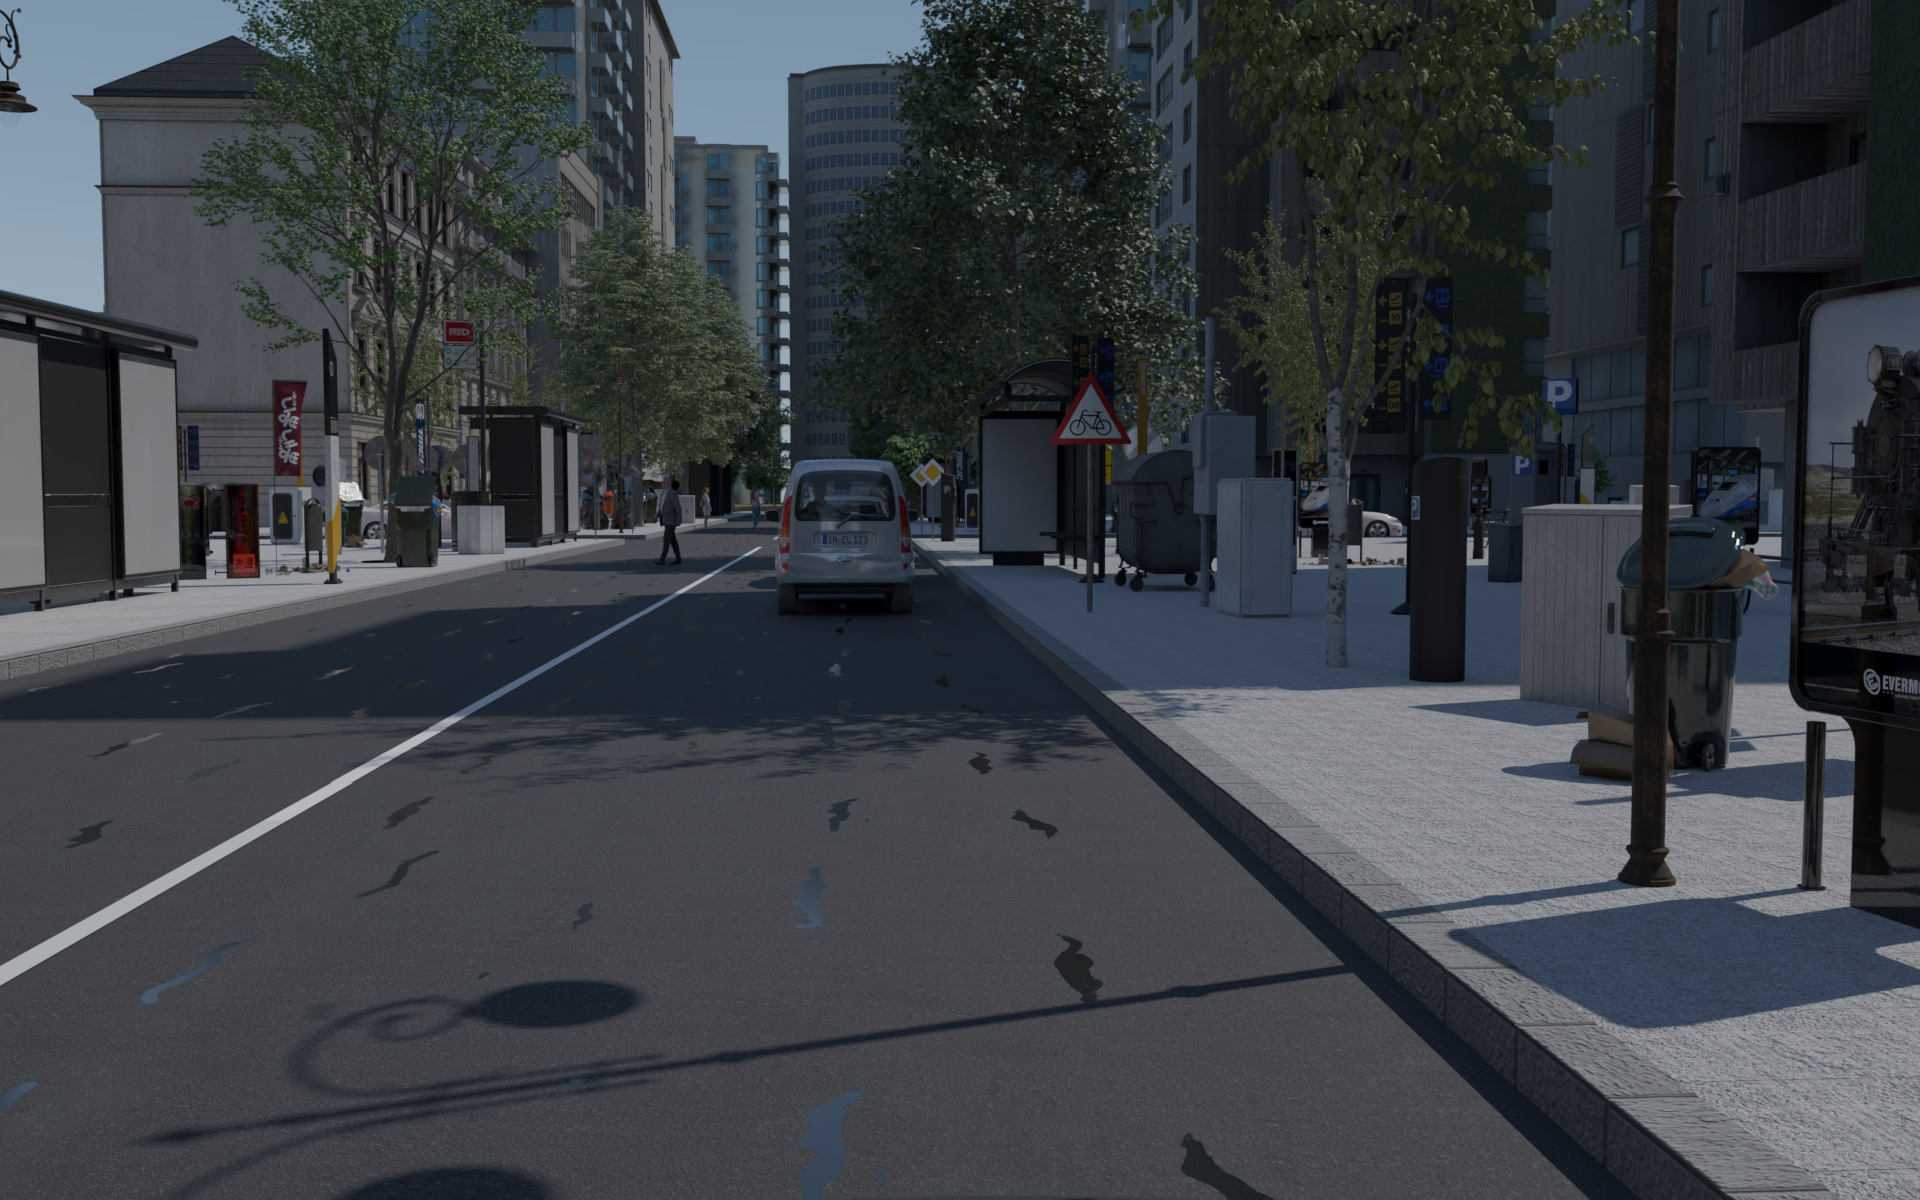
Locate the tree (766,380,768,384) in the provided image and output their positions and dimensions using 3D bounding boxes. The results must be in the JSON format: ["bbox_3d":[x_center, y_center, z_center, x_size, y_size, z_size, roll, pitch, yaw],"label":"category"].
[{"bbox_3d":[-12.910,-10.139,83.900,7.486,12.596,7.792,0,3,0],"label":"tree"}]

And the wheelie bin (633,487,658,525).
[{"bbox_3d":[-13.622,-4.140,75.603,0.980,1.594,0.693,3,4,36],"label":"wheelie bin"}]

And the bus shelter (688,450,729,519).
[{"bbox_3d":[-13.689,-6.226,93.079,1.731,3.624,6.357,0,4,-4],"label":"bus shelter"}]

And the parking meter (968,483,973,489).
[{"bbox_3d":[0.562,-5.380,93.666,0.255,1.863,0.399,-1,4,-13],"label":"parking meter"}]

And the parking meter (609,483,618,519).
[{"bbox_3d":[-18.041,-5.169,90.232,0.255,1.863,0.399,3,4,38],"label":"parking meter"}]

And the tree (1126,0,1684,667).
[{"bbox_3d":[2.875,-3.795,12.408,4.737,8.622,4.395,0,3,0],"label":"tree"}]

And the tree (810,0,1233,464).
[{"bbox_3d":[1.118,-7.366,37.440,9.611,12.733,9.660,0,3,0],"label":"tree"}]

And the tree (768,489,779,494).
[{"bbox_3d":[-19.426,-11.335,179.927,1.663,3.219,1.824,0,3,0],"label":"tree"}]

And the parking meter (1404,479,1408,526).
[{"bbox_3d":[17.826,-3.853,68.708,0.255,1.863,0.399,-1,4,-18],"label":"parking meter"}]

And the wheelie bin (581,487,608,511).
[{"bbox_3d":[-14.474,-3.679,68.060,0.693,1.594,0.980,1,4,16],"label":"wheelie bin"}]

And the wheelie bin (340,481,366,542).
[{"bbox_3d":[-15.193,-2.129,42.723,0.693,1.594,0.980,3,5,42],"label":"wheelie bin"}]

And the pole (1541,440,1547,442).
[{"bbox_3d":[22.113,-4.394,65.692,0.158,3.312,0.155,0,3,0],"label":"pole"}]

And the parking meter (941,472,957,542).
[{"bbox_3d":[-0.304,-2.507,46.705,0.399,1.863,0.255,1,4,14],"label":"parking meter"}]

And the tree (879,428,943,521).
[{"bbox_3d":[-2.288,-6.098,83.411,4.285,4.588,4.351,0,3,0],"label":"tree"}]

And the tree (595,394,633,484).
[{"bbox_3d":[-22.483,-9.927,112.674,4.360,8.622,3.978,0,3,0],"label":"tree"}]

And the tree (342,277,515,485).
[{"bbox_3d":[-18.070,-6.542,57.324,4.737,8.622,4.395,0,3,0],"label":"tree"}]

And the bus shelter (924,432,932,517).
[{"bbox_3d":[-1.952,-7.193,95.235,2.179,5.291,8.768,0,4,-3],"label":"bus shelter"}]

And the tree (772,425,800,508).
[{"bbox_3d":[-17.391,-13.050,163.735,4.737,8.622,4.395,0,3,0],"label":"tree"}]

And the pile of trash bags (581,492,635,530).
[{"bbox_3d":[-13.031,-3.323,64.076,1.912,1.369,3.447,-1,4,-12],"label":"pile of trash bags"}]

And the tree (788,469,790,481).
[{"bbox_3d":[-18.161,-11.424,170.494,4.285,4.588,4.351,0,3,0],"label":"tree"}]

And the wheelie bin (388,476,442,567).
[{"bbox_3d":[-9.557,-1.379,30.459,0.980,1.594,0.693,0,4,-1],"label":"wheelie bin"}]

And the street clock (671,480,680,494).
[{"bbox_3d":[-15.089,-5.338,91.841,0.471,2.002,0.358,-1,4,-10],"label":"street clock"}]

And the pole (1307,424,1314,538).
[{"bbox_3d":[10.159,-3.446,50.190,0.158,3.312,0.155,0,3,0],"label":"pole"}]

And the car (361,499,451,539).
[{"bbox_3d":[-15.493,-2.349,50.762,4.827,1.381,2.083,0,4,-3],"label":"car"}]

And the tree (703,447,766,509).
[{"bbox_3d":[-15.748,-7.868,112.350,4.285,4.588,4.351,0,3,0],"label":"tree"}]

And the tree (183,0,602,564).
[{"bbox_3d":[-10.437,-6.494,31.934,9.928,11.665,9.643,0,3,0],"label":"tree"}]

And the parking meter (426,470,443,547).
[{"bbox_3d":[-12.653,-2.195,41.604,0.399,1.863,0.255,-2,4,-29],"label":"parking meter"}]

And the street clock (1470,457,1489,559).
[{"bbox_3d":[10.240,-1.810,34.158,0.358,2.002,0.471,2,4,28],"label":"street clock"}]

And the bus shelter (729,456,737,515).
[{"bbox_3d":[-14.639,-6.972,105.274,1.731,3.624,6.357,0,4,-3],"label":"bus shelter"}]

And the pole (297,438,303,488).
[{"bbox_3d":[-24.162,-4.255,63.407,0.158,3.312,0.155,0,3,0],"label":"pole"}]

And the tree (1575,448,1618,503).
[{"bbox_3d":[26.432,-4.716,71.705,1.663,3.219,1.824,0,3,0],"label":"tree"}]

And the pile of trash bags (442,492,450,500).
[{"bbox_3d":[-19.221,-3.552,67.830,3.447,1.369,1.912,2,4,24],"label":"pile of trash bags"}]

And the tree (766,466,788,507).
[{"bbox_3d":[-17.971,-10.309,152.262,4.285,4.588,4.351,0,3,0],"label":"tree"}]

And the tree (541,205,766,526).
[{"bbox_3d":[-13.246,-9.229,69.028,7.486,12.596,7.792,0,3,0],"label":"tree"}]

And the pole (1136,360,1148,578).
[{"bbox_3d":[2.786,-1.996,26.480,0.158,3.312,0.155,0,3,0],"label":"pole"}]

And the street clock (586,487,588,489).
[{"bbox_3d":[-20.031,-5.467,93.959,0.471,2.002,0.358,1,4,9],"label":"street clock"}]

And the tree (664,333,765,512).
[{"bbox_3d":[-16.244,-12.566,122.455,9.611,12.733,9.660,0,3,0],"label":"tree"}]

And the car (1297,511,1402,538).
[{"bbox_3d":[11.075,-2.483,52.959,4.827,1.381,2.083,0,4,-3],"label":"car"}]

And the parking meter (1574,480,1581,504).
[{"bbox_3d":[25.396,-4.002,71.145,0.255,1.863,0.399,1,4,10],"label":"parking meter"}]

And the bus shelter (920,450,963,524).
[{"bbox_3d":[-0.597,-4.892,73.912,2.014,3.302,5.546,0,4,-3],"label":"bus shelter"}]

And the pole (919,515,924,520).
[{"bbox_3d":[-1.912,-5.641,86.073,0.158,3.312,0.155,0,3,0],"label":"pole"}]

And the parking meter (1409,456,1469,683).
[{"bbox_3d":[3.293,-0.214,11.915,0.372,1.533,0.369,0,3,0],"label":"parking meter"}]

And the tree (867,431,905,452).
[{"bbox_3d":[-6.087,-12.340,152.124,4.360,8.622,3.978,0,3,0],"label":"tree"}]

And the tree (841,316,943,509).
[{"bbox_3d":[-3.451,-12.332,108.287,9.857,13.997,8.962,0,3,0],"label":"tree"}]

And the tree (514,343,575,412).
[{"bbox_3d":[-20.775,-8.133,83.333,4.737,8.622,4.395,0,3,0],"label":"tree"}]

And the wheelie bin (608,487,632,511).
[{"bbox_3d":[-18.035,-5.136,91.886,0.693,1.594,0.980,3,5,43],"label":"wheelie bin"}]

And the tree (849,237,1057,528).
[{"bbox_3d":[-0.159,-8.612,66.569,9.928,11.665,9.643,0,3,0],"label":"tree"}]

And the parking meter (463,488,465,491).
[{"bbox_3d":[-13.332,-2.375,47.250,0.372,1.533,0.369,0,3,0],"label":"parking meter"}]
